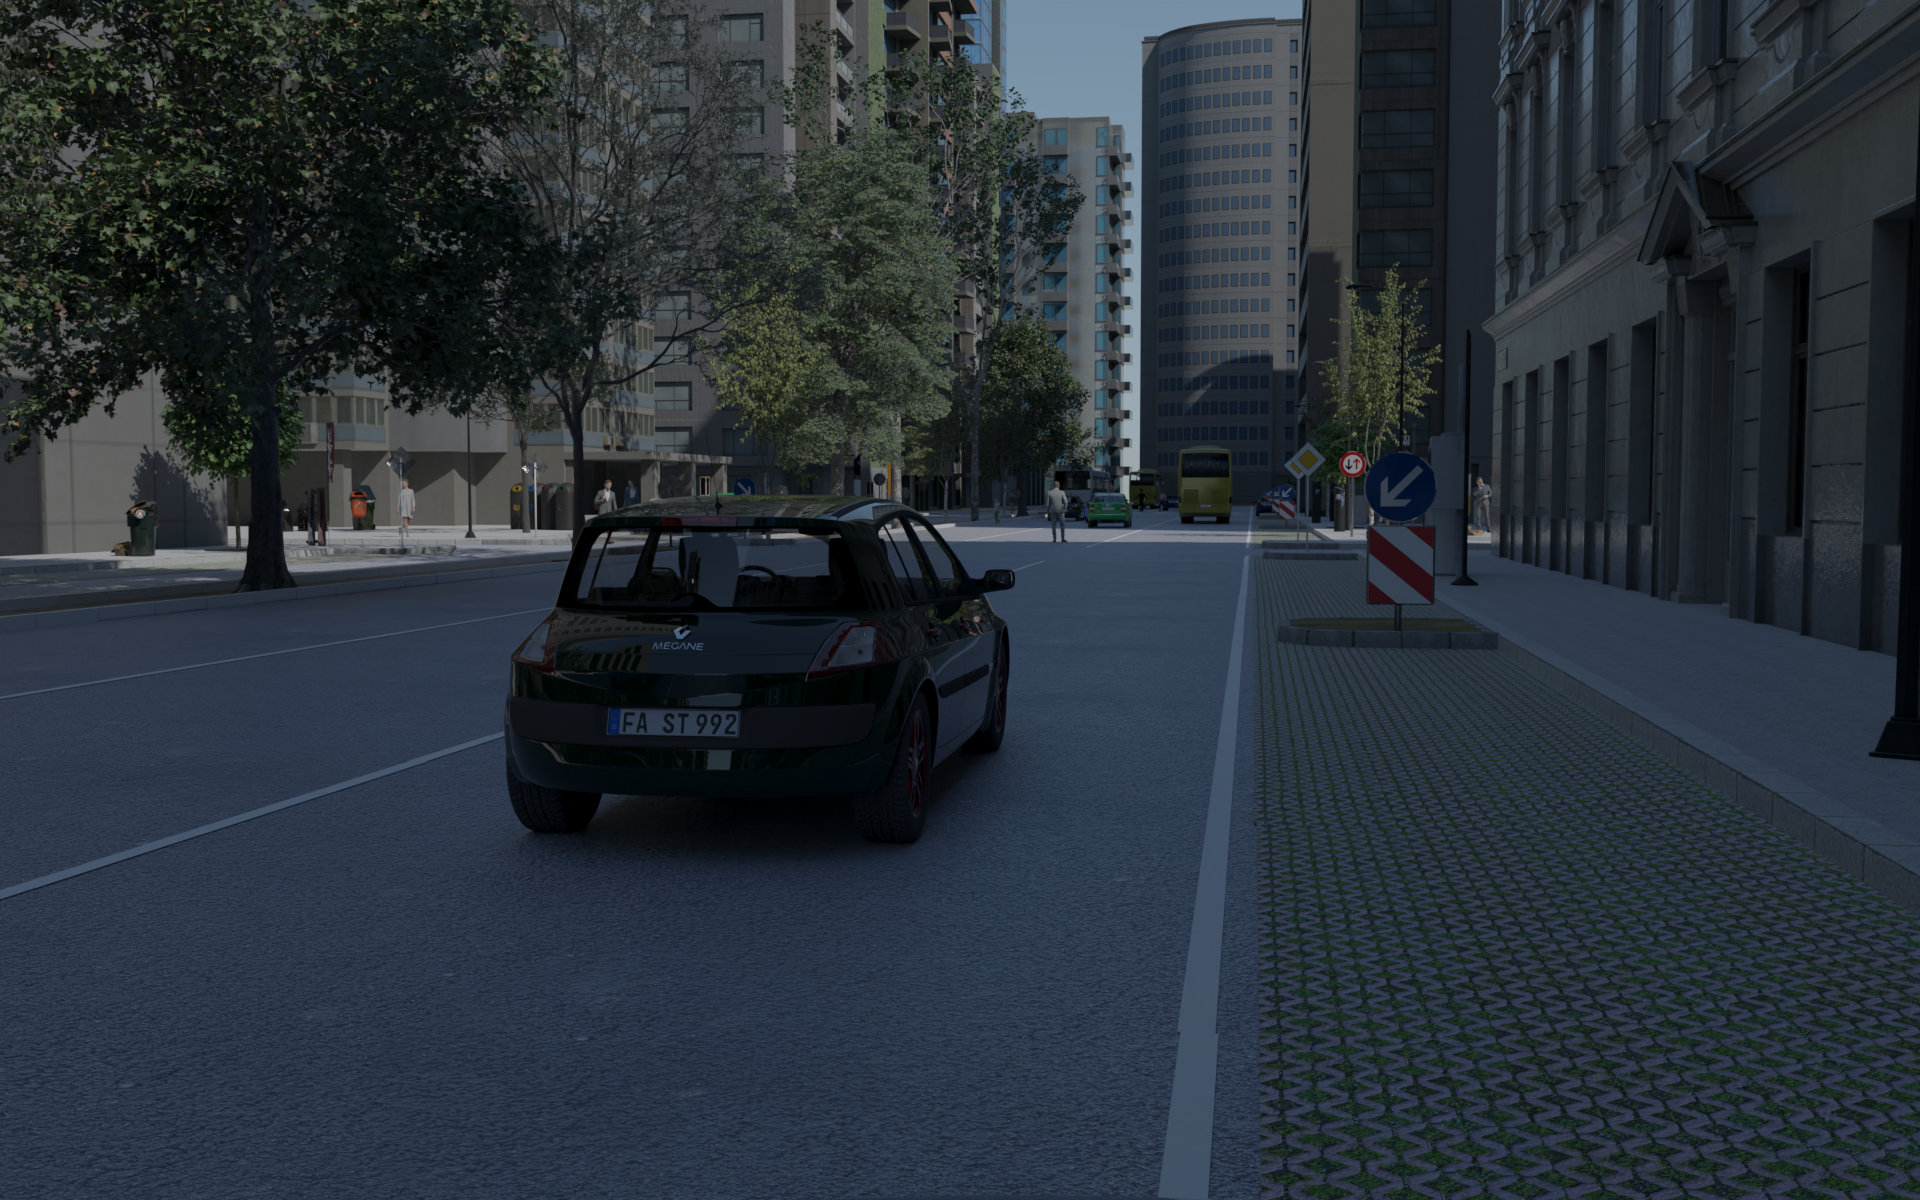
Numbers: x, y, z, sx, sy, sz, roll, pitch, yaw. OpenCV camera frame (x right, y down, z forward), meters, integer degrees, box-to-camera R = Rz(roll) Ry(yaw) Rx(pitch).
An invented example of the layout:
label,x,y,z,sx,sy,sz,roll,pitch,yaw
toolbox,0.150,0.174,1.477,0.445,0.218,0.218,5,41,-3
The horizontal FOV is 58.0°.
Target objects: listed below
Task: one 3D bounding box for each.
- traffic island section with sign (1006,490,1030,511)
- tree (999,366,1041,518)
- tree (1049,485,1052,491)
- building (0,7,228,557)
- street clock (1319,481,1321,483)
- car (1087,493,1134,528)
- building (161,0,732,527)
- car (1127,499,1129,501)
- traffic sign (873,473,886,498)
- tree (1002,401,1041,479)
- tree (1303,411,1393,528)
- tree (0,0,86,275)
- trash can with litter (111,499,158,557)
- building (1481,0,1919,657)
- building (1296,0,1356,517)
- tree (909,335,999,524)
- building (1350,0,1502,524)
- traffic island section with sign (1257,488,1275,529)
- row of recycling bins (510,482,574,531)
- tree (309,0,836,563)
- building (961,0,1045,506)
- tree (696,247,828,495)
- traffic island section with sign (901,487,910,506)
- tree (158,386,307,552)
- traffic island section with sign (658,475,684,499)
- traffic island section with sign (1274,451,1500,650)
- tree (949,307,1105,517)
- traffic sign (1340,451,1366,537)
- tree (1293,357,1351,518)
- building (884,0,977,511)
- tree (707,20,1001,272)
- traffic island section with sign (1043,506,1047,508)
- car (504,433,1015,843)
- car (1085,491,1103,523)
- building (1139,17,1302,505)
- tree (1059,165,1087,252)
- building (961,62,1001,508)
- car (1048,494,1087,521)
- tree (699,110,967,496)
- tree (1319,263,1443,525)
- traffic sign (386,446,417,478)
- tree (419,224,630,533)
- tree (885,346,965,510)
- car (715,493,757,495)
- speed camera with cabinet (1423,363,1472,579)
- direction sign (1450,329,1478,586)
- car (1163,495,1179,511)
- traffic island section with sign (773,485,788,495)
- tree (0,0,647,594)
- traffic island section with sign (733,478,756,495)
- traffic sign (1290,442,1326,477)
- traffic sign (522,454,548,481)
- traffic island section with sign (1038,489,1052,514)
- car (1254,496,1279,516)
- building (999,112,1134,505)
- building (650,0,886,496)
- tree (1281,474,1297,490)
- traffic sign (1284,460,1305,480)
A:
label,x,y,z,sx,sy,sz,roll,pitch,yaw
traffic island section with sign,5.012,-8.674,150.452,1.989,1.847,2.006,1,4,10
tree,2.547,-8.899,98.323,4.360,8.622,3.978,0,3,0
tree,11.271,-12.618,200.906,1.663,3.219,1.824,0,3,0
building,-30.116,-36.358,32.702,20.611,71.187,20.563,1,4,10
street clock,16.674,-4.655,80.678,0.358,2.002,0.471,1,4,10
car,6.512,-4.047,74.970,1.959,1.807,4.718,0,4,8
building,-27.455,-23.572,77.276,32.217,40.220,23.993,1,4,10
car,11.383,-7.066,127.531,2.014,1.417,4.499,1,4,10
traffic sign,-4.849,-6.372,104.283,0.768,2.556,0.104,1,4,12
tree,5.820,-14.522,171.841,8.767,10.594,7.601,2,4,29
tree,14.629,-5.023,65.838,4.285,4.588,4.351,0,3,0
tree,-11.209,-3.932,17.109,4.360,8.622,3.978,0,3,0
trash can with litter,-17.062,-1.487,35.696,1.055,1.170,0.624,1,4,21
building,15.379,-14.480,13.167,17.030,29.872,44.131,1,4,10
building,31.625,-29.390,104.226,21.300,48.544,21.600,1,4,10
tree,-0.625,-7.742,79.401,4.360,8.622,3.978,0,3,0
building,25.151,-18.838,79.698,14.160,30.474,14.107,1,4,10
traffic island section with sign,13.315,-3.829,71.236,1.989,1.847,2.006,1,4,10
row of recycling bins,-14.906,-3.370,62.218,3.534,1.692,1.069,3,5,40
tree,-7.941,-7.512,35.643,12.009,13.543,11.850,0,3,0
building,-7.316,-53.592,188.900,31.000,86.520,22.319,1,4,10
tree,-5.607,-5.954,50.168,4.737,8.622,4.395,0,3,0
traffic island section with sign,-3.314,-5.665,101.249,1.989,1.847,2.006,1,4,10
tree,-16.394,-3.396,39.243,4.285,4.588,4.351,0,3,0
traffic island section with sign,-7.123,-2.037,41.436,2.006,1.907,1.989,1,4,10
traffic island section with sign,4.126,-0.508,16.926,1.989,1.847,2.006,1,4,10
tree,3.830,-11.357,105.155,9.611,12.733,9.660,0,3,0
traffic sign,11.697,-3.151,51.629,0.768,2.556,0.104,1,4,15
tree,20.061,-8.735,93.176,4.360,8.622,3.978,0,3,0
building,-10.773,-29.692,140.085,22.147,44.769,28.867,1,4,10
tree,-3.607,-12.937,69.869,12.611,20.169,13.585,0,3,0
traffic island section with sign,9.563,-10.320,177.356,1.989,1.847,2.006,1,4,10
car,-0.788,0.072,8.602,2.009,1.686,4.222,1,4,9
car,7.283,-4.728,86.898,1.945,1.707,3.694,1,4,11
building,36.647,-41.087,213.766,28.212,58.520,21.231,1,4,10
tree,-0.312,-14.027,87.687,12.611,20.169,13.585,0,3,0
building,-4.179,-29.188,160.821,14.154,41.232,14.086,1,4,10
car,5.690,-5.035,92.106,2.009,1.686,4.222,1,4,10
tree,-4.218,-9.148,58.688,9.857,13.997,8.962,0,3,0
tree,13.433,-6.467,56.092,4.737,8.622,4.395,0,3,0
traffic sign,-13.620,-2.449,42.227,0.795,2.593,0.064,1,4,10
tree,-14.542,-7.476,56.641,8.767,10.594,7.601,2,4,34
tree,-3.321,-12.285,118.990,7.486,12.596,7.792,0,3,0
car,-7.425,-2.931,56.721,1.959,1.807,4.718,1,4,9
speed camera with cabinet,7.549,-1.995,26.947,0.660,3.252,2.038,1,4,13
direction sign,7.104,-1.975,24.284,0.379,3.537,0.876,1,4,18
car,18.493,-8.368,149.389,1.945,1.354,3.894,1,4,11
traffic island section with sign,-7.825,-4.039,74.672,1.989,1.847,2.006,1,4,10
tree,-9.688,-6.394,24.007,9.611,12.733,9.660,0,3,0
traffic island section with sign,-5.877,-2.483,48.738,2.006,1.907,1.989,1,4,10
traffic sign,7.767,-2.227,38.598,0.795,2.593,0.064,1,4,10
traffic sign,-12.287,-2.930,50.101,0.795,2.593,0.064,1,4,10
traffic island section with sign,6.660,-7.015,122.827,2.006,1.907,1.989,1,4,10
car,19.945,-6.064,111.734,1.945,1.354,3.894,1,4,10
building,6.729,-36.733,220.190,30.456,49.044,23.786,1,4,10
building,-12.634,-25.629,102.630,14.154,41.232,14.086,1,4,10
tree,31.874,-10.605,167.997,1.663,3.219,1.824,0,3,0
traffic sign,9.100,-2.708,46.472,0.795,2.593,0.064,1,4,10
